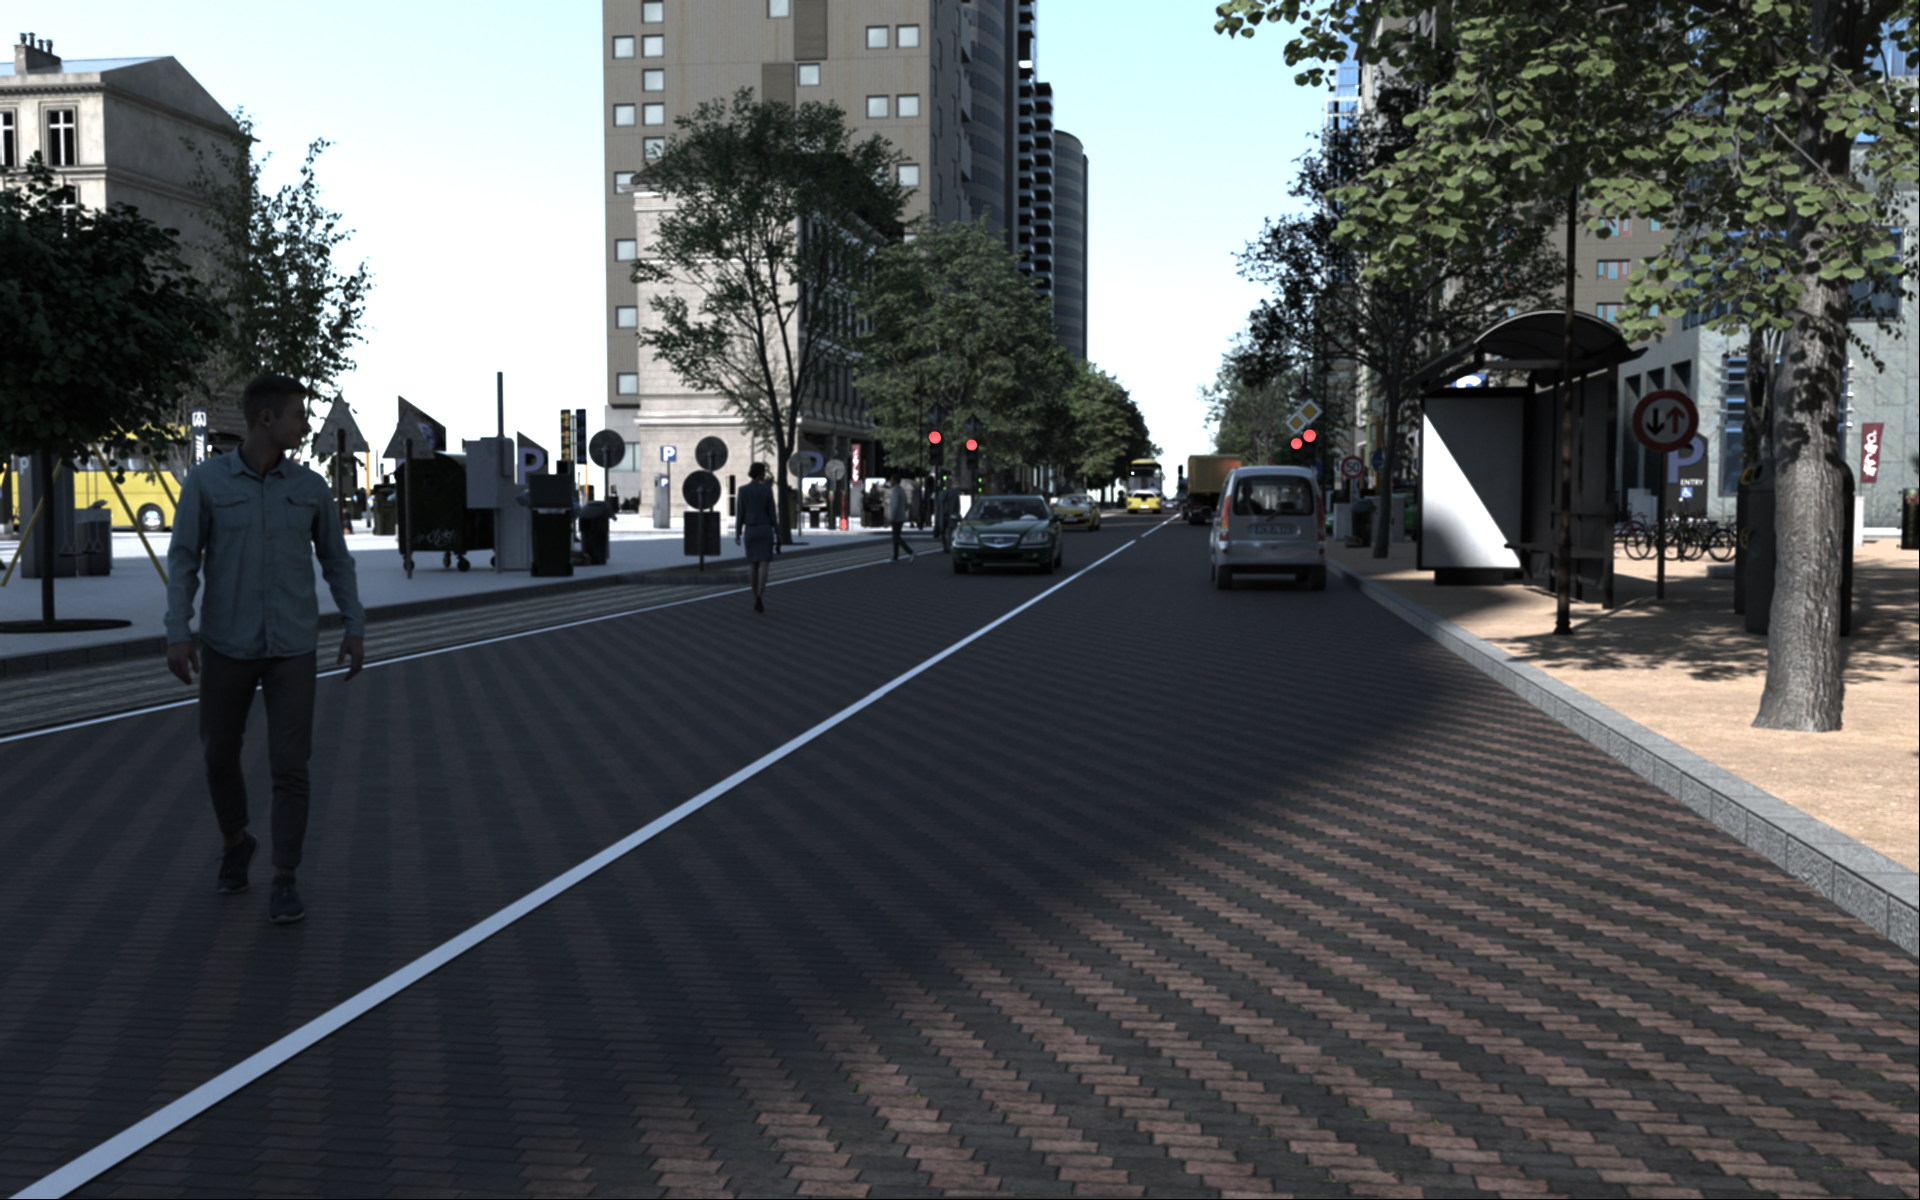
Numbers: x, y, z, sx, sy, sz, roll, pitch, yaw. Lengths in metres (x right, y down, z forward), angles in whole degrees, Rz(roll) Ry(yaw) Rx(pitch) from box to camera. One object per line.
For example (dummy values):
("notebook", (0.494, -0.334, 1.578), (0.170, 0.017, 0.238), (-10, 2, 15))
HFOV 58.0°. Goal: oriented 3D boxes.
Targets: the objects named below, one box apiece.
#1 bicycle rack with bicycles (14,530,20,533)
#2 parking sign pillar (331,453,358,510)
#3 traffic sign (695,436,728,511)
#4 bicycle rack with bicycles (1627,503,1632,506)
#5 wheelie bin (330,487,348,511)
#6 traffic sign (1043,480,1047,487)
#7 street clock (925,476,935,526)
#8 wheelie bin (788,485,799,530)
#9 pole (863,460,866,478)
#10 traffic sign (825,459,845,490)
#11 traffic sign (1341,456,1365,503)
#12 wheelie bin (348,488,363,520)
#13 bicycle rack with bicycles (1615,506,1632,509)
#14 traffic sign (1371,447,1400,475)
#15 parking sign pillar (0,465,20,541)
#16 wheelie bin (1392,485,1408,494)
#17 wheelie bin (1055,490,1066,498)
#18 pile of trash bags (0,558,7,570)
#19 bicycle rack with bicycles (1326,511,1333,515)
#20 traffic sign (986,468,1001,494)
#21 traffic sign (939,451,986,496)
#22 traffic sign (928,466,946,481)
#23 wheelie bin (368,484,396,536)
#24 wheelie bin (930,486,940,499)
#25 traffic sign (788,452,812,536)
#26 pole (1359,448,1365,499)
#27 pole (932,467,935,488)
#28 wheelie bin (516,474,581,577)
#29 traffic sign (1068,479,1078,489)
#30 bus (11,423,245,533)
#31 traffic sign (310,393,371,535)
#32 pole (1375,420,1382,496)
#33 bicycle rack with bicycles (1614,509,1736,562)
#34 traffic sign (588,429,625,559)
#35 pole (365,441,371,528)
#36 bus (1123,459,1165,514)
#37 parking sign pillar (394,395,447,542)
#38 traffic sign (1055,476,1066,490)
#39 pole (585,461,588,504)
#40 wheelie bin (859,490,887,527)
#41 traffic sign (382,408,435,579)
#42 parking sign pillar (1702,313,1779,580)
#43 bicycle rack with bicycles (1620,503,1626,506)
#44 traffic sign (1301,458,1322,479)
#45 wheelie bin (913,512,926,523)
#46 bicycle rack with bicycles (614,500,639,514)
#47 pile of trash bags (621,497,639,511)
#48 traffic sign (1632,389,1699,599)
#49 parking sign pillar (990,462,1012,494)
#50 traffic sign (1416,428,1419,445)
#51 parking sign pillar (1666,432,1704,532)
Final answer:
("bicycle rack with bicycles", (-29.518, -2.406, 52.723), (2.925, 0.926, 2.852), (0, 4, -4))
("parking sign pillar", (-31.187, -6.072, 87.746), (1.447, 3.967, 1.447), (1, 4, 17))
("traffic sign", (-5.484, -2.328, 38.176), (0.768, 2.556, 0.104), (1, 4, 14))
("bicycle rack with bicycles", (25.985, -3.356, 68.258), (2.925, 0.926, 2.852), (-1, 4, -10))
("wheelie bin", (-28.719, -4.365, 79.269), (0.980, 1.594, 0.693), (-1, 4, -11))
("traffic sign", (5.763, -7.547, 123.393), (0.884, 2.594, 0.081), (1, 4, 14))
("street clock", (-1.235, -3.925, 68.737), (0.358, 2.002, 0.471), (3, 4, 36))
("wheelie bin", (-6.145, -3.354, 62.752), (0.693, 1.594, 0.980), (0, 4, 1))
("pole", (-5.649, -6.641, 102.417), (0.158, 3.312, 0.155), (0, 3, 0))
("traffic sign", (-4.575, -3.867, 63.325), (0.768, 2.556, 0.104), (1, 4, 14))
("traffic sign", (13.009, -3.506, 57.430), (0.768, 2.556, 0.104), (1, 4, 14))
("wheelie bin", (-29.734, -4.716, 85.017), (0.980, 1.594, 0.693), (3, 5, 42))
("bicycle rack with bicycles", (17.413, -1.728, 41.635), (2.925, 0.926, 2.852), (2, 4, 29))
("traffic sign", (11.473, -2.851, 46.716), (0.768, 2.556, 0.104), (1, 4, 17))
("parking sign pillar", (-26.509, -3.626, 47.751), (1.447, 3.967, 1.447), (-1, 4, -19))
("wheelie bin", (14.932, -3.091, 58.451), (0.980, 1.594, 0.693), (1, 4, 20))
("wheelie bin", (6.970, -6.833, 119.626), (0.693, 1.594, 0.980), (-1, 4, -17))
("pile of trash bags", (-17.745, -1.214, 29.595), (1.912, 1.369, 3.447), (-3, 5, -44))
("bicycle rack with bicycles", (15.498, -3.259, 66.673), (2.852, 0.926, 2.925), (3, 4, 37))
("traffic sign", (1.573, -5.093, 83.369), (0.768, 2.556, 0.104), (1, 4, 9))
("traffic sign", (0.116, -5.366, 81.615), (2.265, 3.308, 0.079), (1, 4, 13))
("traffic sign", (-0.976, -4.301, 70.323), (0.884, 2.594, 0.081), (1, 4, 16))
("wheelie bin", (-17.736, -2.789, 53.503), (0.980, 1.594, 0.693), (-2, 4, -30))
("wheelie bin", (-0.745, -3.863, 71.060), (0.980, 1.594, 0.693), (0, 4, -7))
("traffic sign", (-4.862, -3.207, 52.539), (0.768, 2.556, 0.104), (1, 4, 16))
("pole", (17.640, -5.027, 76.029), (0.158, 3.312, 0.155), (0, 3, 0))
("pole", (-1.958, -8.285, 129.300), (0.158, 3.312, 0.155), (0, 3, 0))
("wheelie bin", (-6.421, -1.168, 27.008), (0.980, 1.594, 0.693), (-1, 4, -18))
("traffic sign", (8.721, -8.094, 133.528), (0.795, 2.450, 0.064), (1, 4, 15))
("bus", (-30.747, -4.255, 61.114), (12.252, 3.916, 2.896), (1, 4, 10))
("traffic sign", (-7.962, -1.360, 22.246), (0.884, 2.594, 0.081), (1, 4, 16))
("pole", (11.527, -3.295, 47.715), (0.158, 3.312, 0.155), (0, 3, 0))
("bicycle rack with bicycles", (14.052, -1.243, 33.711), (2.852, 0.926, 2.925), (-1, 4, -23))
("traffic sign", (-6.965, -2.081, 34.126), (0.768, 2.556, 0.104), (1, 4, 11))
("pole", (-22.630, -4.427, 66.222), (0.158, 3.312, 0.155), (0, 3, 0))
("bus", (13.430, -8.211, 125.799), (2.896, 3.916, 12.252), (0, 4, 7))
("parking sign pillar", (-14.602, -3.576, 46.933), (1.447, 3.967, 1.447), (0, 4, 4))
("traffic sign", (7.105, -7.484, 122.463), (0.768, 2.556, 0.104), (1, 4, 10))
("pole", (-22.703, -6.817, 105.293), (0.158, 3.312, 0.155), (0, 3, 0))
("wheelie bin", (-3.361, -3.733, 68.937), (0.980, 1.594, 0.693), (-3, 5, -40))
("traffic sign", (-8.334, -1.599, 26.149), (0.884, 2.594, 0.081), (1, 4, 13))
("parking sign pillar", (12.138, -2.310, 26.238), (1.447, 3.967, 1.447), (1, 4, 21))
("bicycle rack with bicycles", (22.083, -3.032, 62.956), (2.925, 0.926, 2.852), (0, 4, -4))
("traffic sign", (12.402, -3.727, 61.038), (0.768, 2.556, 0.104), (1, 4, 9))
("wheelie bin", (-1.771, -4.193, 76.457), (0.693, 1.594, 0.980), (2, 4, 32))
("bicycle rack with bicycles", (-22.036, -6.074, 112.688), (2.925, 0.926, 2.852), (0, 4, -2))
("pile of trash bags", (-24.317, -7.585, 133.769), (3.447, 1.369, 1.912), (-2, 4, -32))
("traffic sign", (8.578, -1.286, 21.137), (0.768, 2.556, 0.104), (1, 4, 12))
("parking sign pillar", (2.310, -6.636, 96.969), (1.447, 3.967, 1.447), (3, 5, 45))
("traffic sign", (7.577, -1.665, 27.321), (0.768, 2.556, 0.104), (1, 4, 11))
("parking sign pillar", (23.971, -4.201, 57.152), (1.447, 3.967, 1.447), (1, 4, 18))
